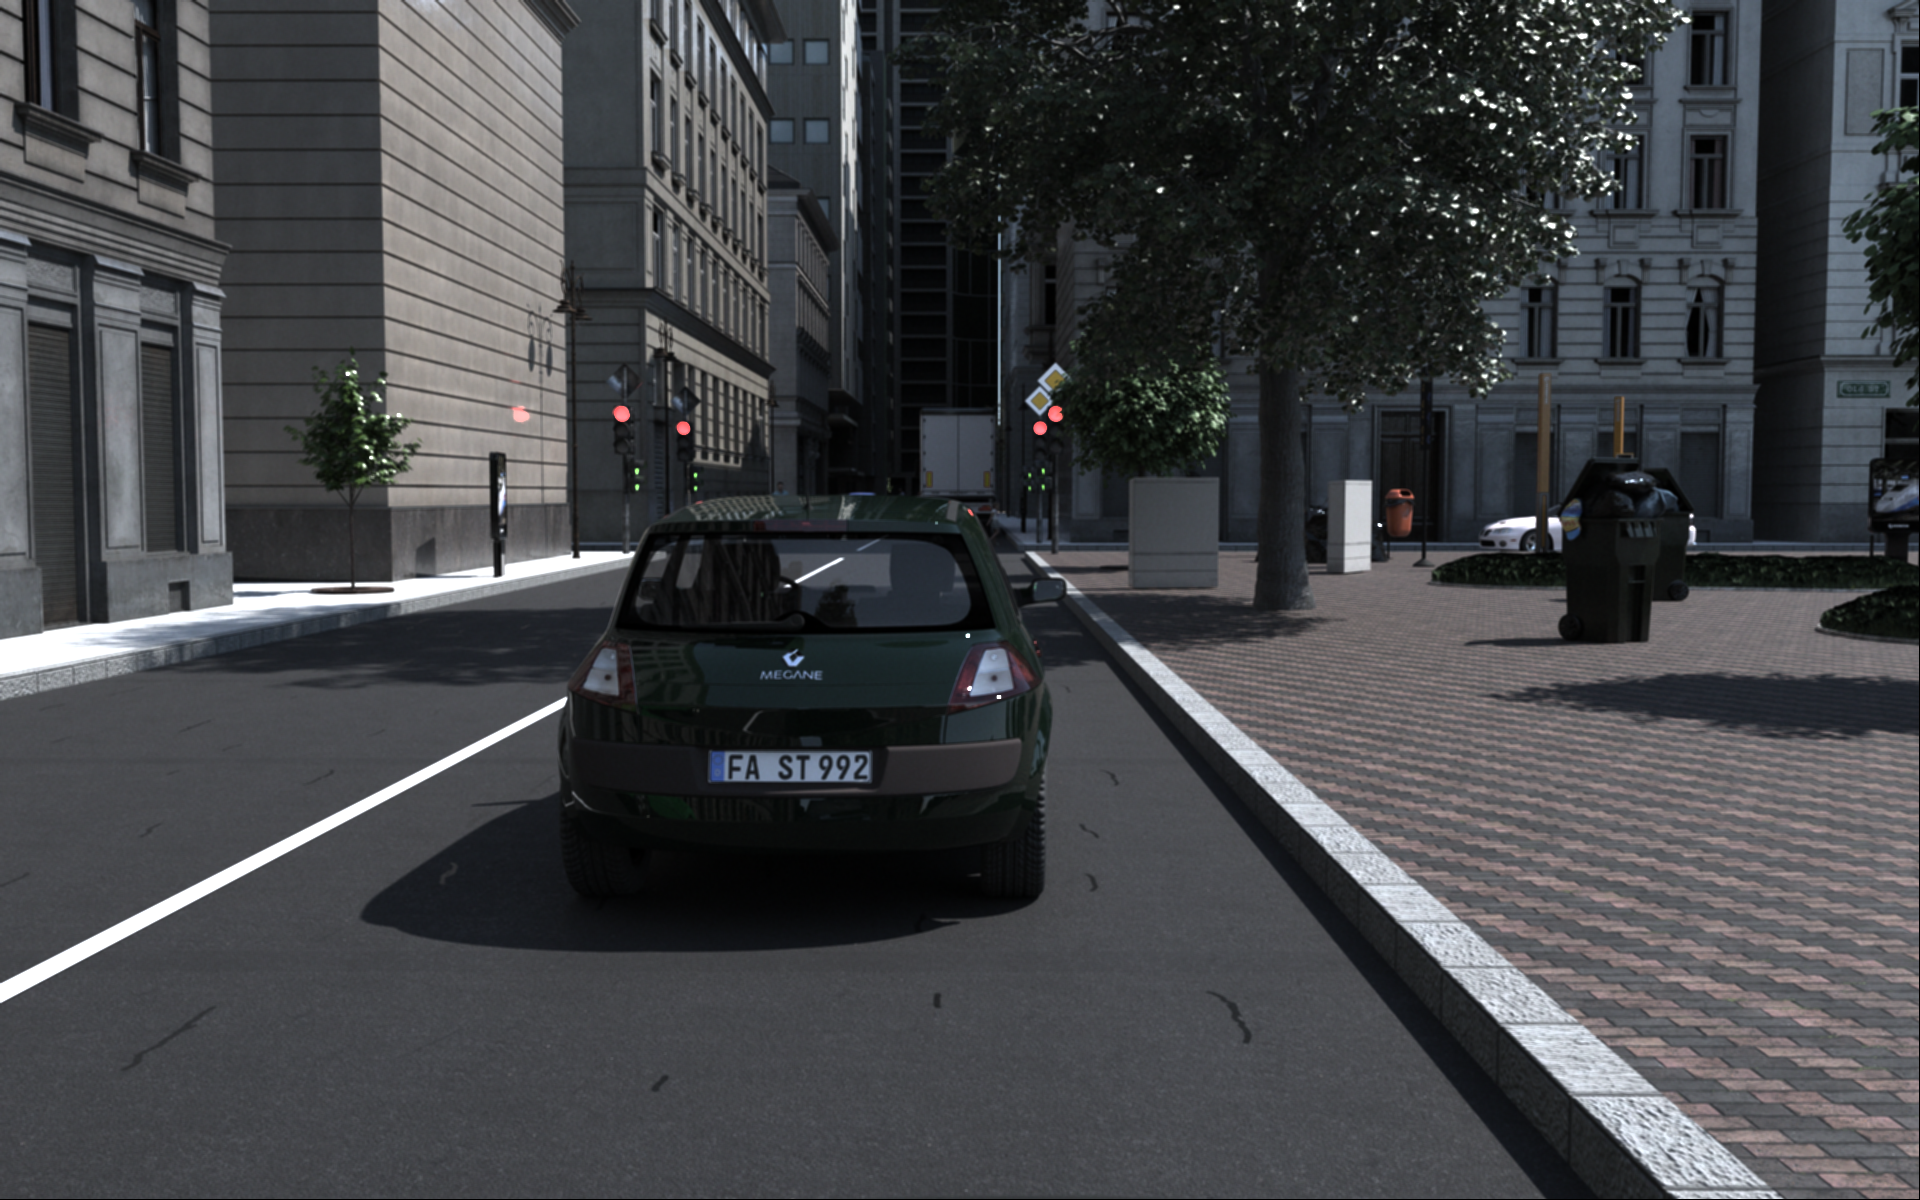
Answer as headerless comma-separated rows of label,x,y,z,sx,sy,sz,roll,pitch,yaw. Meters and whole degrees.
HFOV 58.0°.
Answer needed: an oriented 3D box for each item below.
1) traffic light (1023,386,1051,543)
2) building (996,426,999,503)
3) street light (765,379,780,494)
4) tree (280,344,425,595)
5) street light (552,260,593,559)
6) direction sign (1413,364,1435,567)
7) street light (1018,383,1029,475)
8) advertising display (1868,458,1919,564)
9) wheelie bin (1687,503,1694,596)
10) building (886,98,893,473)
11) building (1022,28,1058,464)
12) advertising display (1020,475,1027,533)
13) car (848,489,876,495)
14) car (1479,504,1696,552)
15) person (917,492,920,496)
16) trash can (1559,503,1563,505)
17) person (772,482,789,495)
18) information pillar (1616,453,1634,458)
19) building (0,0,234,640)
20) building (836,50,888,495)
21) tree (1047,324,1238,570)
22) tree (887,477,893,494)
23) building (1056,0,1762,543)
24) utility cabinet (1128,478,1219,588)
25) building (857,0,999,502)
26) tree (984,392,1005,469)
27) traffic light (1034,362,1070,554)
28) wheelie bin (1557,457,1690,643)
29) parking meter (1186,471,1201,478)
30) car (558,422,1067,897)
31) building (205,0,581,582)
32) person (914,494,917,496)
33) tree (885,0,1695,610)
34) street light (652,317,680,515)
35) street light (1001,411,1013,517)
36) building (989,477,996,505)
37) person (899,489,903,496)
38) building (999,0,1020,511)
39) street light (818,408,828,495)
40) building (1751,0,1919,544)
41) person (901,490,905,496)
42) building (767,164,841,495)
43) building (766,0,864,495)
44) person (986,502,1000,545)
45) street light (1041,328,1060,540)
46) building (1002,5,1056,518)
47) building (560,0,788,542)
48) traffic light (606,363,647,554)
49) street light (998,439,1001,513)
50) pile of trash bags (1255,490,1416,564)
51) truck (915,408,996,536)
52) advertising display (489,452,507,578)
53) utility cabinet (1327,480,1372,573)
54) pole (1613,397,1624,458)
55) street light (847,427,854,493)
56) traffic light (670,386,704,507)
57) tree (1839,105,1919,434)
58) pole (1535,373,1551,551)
traffic light,2.050,-3.430,45.005,0.839,4.253,0.868,0,4,0
building,14.732,-51.506,154.798,22.319,86.520,31.000,0,4,0
street light,-7.511,-5.910,69.413,0.468,5.910,1.993,0,4,0
tree,-7.860,-1.700,22.400,1.663,3.219,1.824,0,3,0
street light,-7.651,-3.766,34.362,0.468,5.910,1.993,0,4,0
direction sign,8.219,-2.361,30.592,0.379,3.537,0.876,0,4,4
street light,2.636,-6.082,72.224,0.468,5.910,1.993,0,4,0
advertising display,16.793,-1.578,31.019,0.974,1.923,0.123,0,4,4
wheelie bin,8.423,-0.799,20.973,0.693,1.594,0.980,0,4,-3
building,-22.654,-34.527,184.131,30.456,49.044,23.786,0,4,0
building,9.902,-15.519,72.823,14.460,24.649,34.723,0,4,0
advertising display,2.112,-3.205,57.607,0.123,1.923,0.974,0,4,-4
car,-4.189,-3.937,73.963,1.945,1.707,3.694,0,4,2
car,14.506,-1.700,40.155,4.827,1.381,2.083,0,4,-1
person,-4.696,-11.457,196.735,0.541,1.710,0.530,-2,4,-34
trash can,10.211,-1.027,28.443,0.748,1.137,0.748,0,3,0
person,-5.721,-2.876,55.544,0.660,1.820,0.620,-1,4,-21
information pillar,11.983,-1.639,31.286,0.304,2.012,0.304,1,4,21
building,-13.125,-9.869,10.513,9.793,20.994,18.267,0,4,0
building,-13.898,-28.835,155.043,14.154,41.232,14.086,0,4,0
tree,3.127,-2.818,29.786,4.285,4.588,4.351,0,3,0
tree,-7.004,-10.503,166.319,1.663,3.219,1.824,0,3,0
building,11.822,-12.244,49.344,18.267,20.994,9.793,0,4,0
utility cabinet,2.892,-0.906,23.484,1.173,1.500,0.318,0,4,-8
building,-5.477,-47.332,212.131,20.611,71.187,20.563,0,4,0
tree,3.653,-10.607,123.780,4.360,8.622,3.978,0,3,0
traffic light,2.017,-2.942,37.020,0.839,4.253,0.868,0,4,0
wheelie bin,5.711,-0.441,15.126,0.980,1.594,0.693,-2,4,-30
parking meter,5.975,-2.363,44.344,0.255,1.863,0.399,2,4,33
car,-0.515,0.136,7.560,2.009,1.686,4.222,0,4,1
building,-20.341,-14.245,30.164,25.104,27.353,12.463,0,4,0
person,-4.967,-10.873,189.463,0.799,1.438,0.628,1,4,21
tree,3.615,-6.865,18.897,9.857,13.997,8.962,0,3,0
street light,-7.662,-4.434,45.277,0.468,5.910,1.993,0,4,0
street light,2.679,-7.536,96.000,0.468,5.910,1.993,0,4,0
building,19.270,-30.077,183.638,32.217,40.220,23.993,0,4,0
person,-4.349,-7.184,126.040,0.705,1.814,1.350,-1,4,-20
building,10.052,-27.529,133.699,14.154,41.232,14.086,0,4,0
street light,-7.366,-7.364,93.188,0.468,5.910,1.993,0,4,0
building,43.774,-16.846,51.841,44.131,29.872,17.030,0,4,0
person,-5.455,-9.354,161.306,0.599,1.838,0.709,3,4,36
building,-13.226,-14.932,95.055,10.553,20.767,40.483,0,4,0
building,-21.570,-33.269,133.184,28.713,52.752,27.495,0,4,0
person,0.939,-2.159,48.807,0.382,1.210,0.505,0,4,5
street light,2.527,-4.628,48.449,0.468,5.910,1.993,0,4,0
building,8.439,-20.024,104.878,11.434,29.767,29.804,0,4,0
building,-15.464,-13.837,59.515,16.112,22.955,30.059,0,4,0
traffic light,-7.144,-2.943,37.041,0.839,4.253,0.868,0,4,0
street light,2.849,-8.991,119.795,0.468,5.910,1.993,0,4,0
pile of trash bags,7.443,-1.439,33.277,3.447,1.369,1.912,-2,4,-34
truck,-0.204,-4.475,62.084,2.839,4.237,11.283,0,4,-1
advertising display,-7.176,-1.329,26.946,0.123,1.923,0.974,0,4,-7
utility cabinet,6.322,-1.191,28.151,0.318,1.500,1.173,2,4,34
pole,13.798,-2.599,36.336,0.158,3.312,0.155,0,3,0
street light,-7.368,-8.818,116.963,0.468,5.910,1.993,0,4,0
traffic light,-7.112,-3.432,45.026,0.839,4.253,0.868,0,4,0
tree,7.443,-1.677,11.135,4.285,4.588,4.351,0,3,0
pole,9.900,-2.175,29.405,0.158,3.312,0.155,0,3,0
